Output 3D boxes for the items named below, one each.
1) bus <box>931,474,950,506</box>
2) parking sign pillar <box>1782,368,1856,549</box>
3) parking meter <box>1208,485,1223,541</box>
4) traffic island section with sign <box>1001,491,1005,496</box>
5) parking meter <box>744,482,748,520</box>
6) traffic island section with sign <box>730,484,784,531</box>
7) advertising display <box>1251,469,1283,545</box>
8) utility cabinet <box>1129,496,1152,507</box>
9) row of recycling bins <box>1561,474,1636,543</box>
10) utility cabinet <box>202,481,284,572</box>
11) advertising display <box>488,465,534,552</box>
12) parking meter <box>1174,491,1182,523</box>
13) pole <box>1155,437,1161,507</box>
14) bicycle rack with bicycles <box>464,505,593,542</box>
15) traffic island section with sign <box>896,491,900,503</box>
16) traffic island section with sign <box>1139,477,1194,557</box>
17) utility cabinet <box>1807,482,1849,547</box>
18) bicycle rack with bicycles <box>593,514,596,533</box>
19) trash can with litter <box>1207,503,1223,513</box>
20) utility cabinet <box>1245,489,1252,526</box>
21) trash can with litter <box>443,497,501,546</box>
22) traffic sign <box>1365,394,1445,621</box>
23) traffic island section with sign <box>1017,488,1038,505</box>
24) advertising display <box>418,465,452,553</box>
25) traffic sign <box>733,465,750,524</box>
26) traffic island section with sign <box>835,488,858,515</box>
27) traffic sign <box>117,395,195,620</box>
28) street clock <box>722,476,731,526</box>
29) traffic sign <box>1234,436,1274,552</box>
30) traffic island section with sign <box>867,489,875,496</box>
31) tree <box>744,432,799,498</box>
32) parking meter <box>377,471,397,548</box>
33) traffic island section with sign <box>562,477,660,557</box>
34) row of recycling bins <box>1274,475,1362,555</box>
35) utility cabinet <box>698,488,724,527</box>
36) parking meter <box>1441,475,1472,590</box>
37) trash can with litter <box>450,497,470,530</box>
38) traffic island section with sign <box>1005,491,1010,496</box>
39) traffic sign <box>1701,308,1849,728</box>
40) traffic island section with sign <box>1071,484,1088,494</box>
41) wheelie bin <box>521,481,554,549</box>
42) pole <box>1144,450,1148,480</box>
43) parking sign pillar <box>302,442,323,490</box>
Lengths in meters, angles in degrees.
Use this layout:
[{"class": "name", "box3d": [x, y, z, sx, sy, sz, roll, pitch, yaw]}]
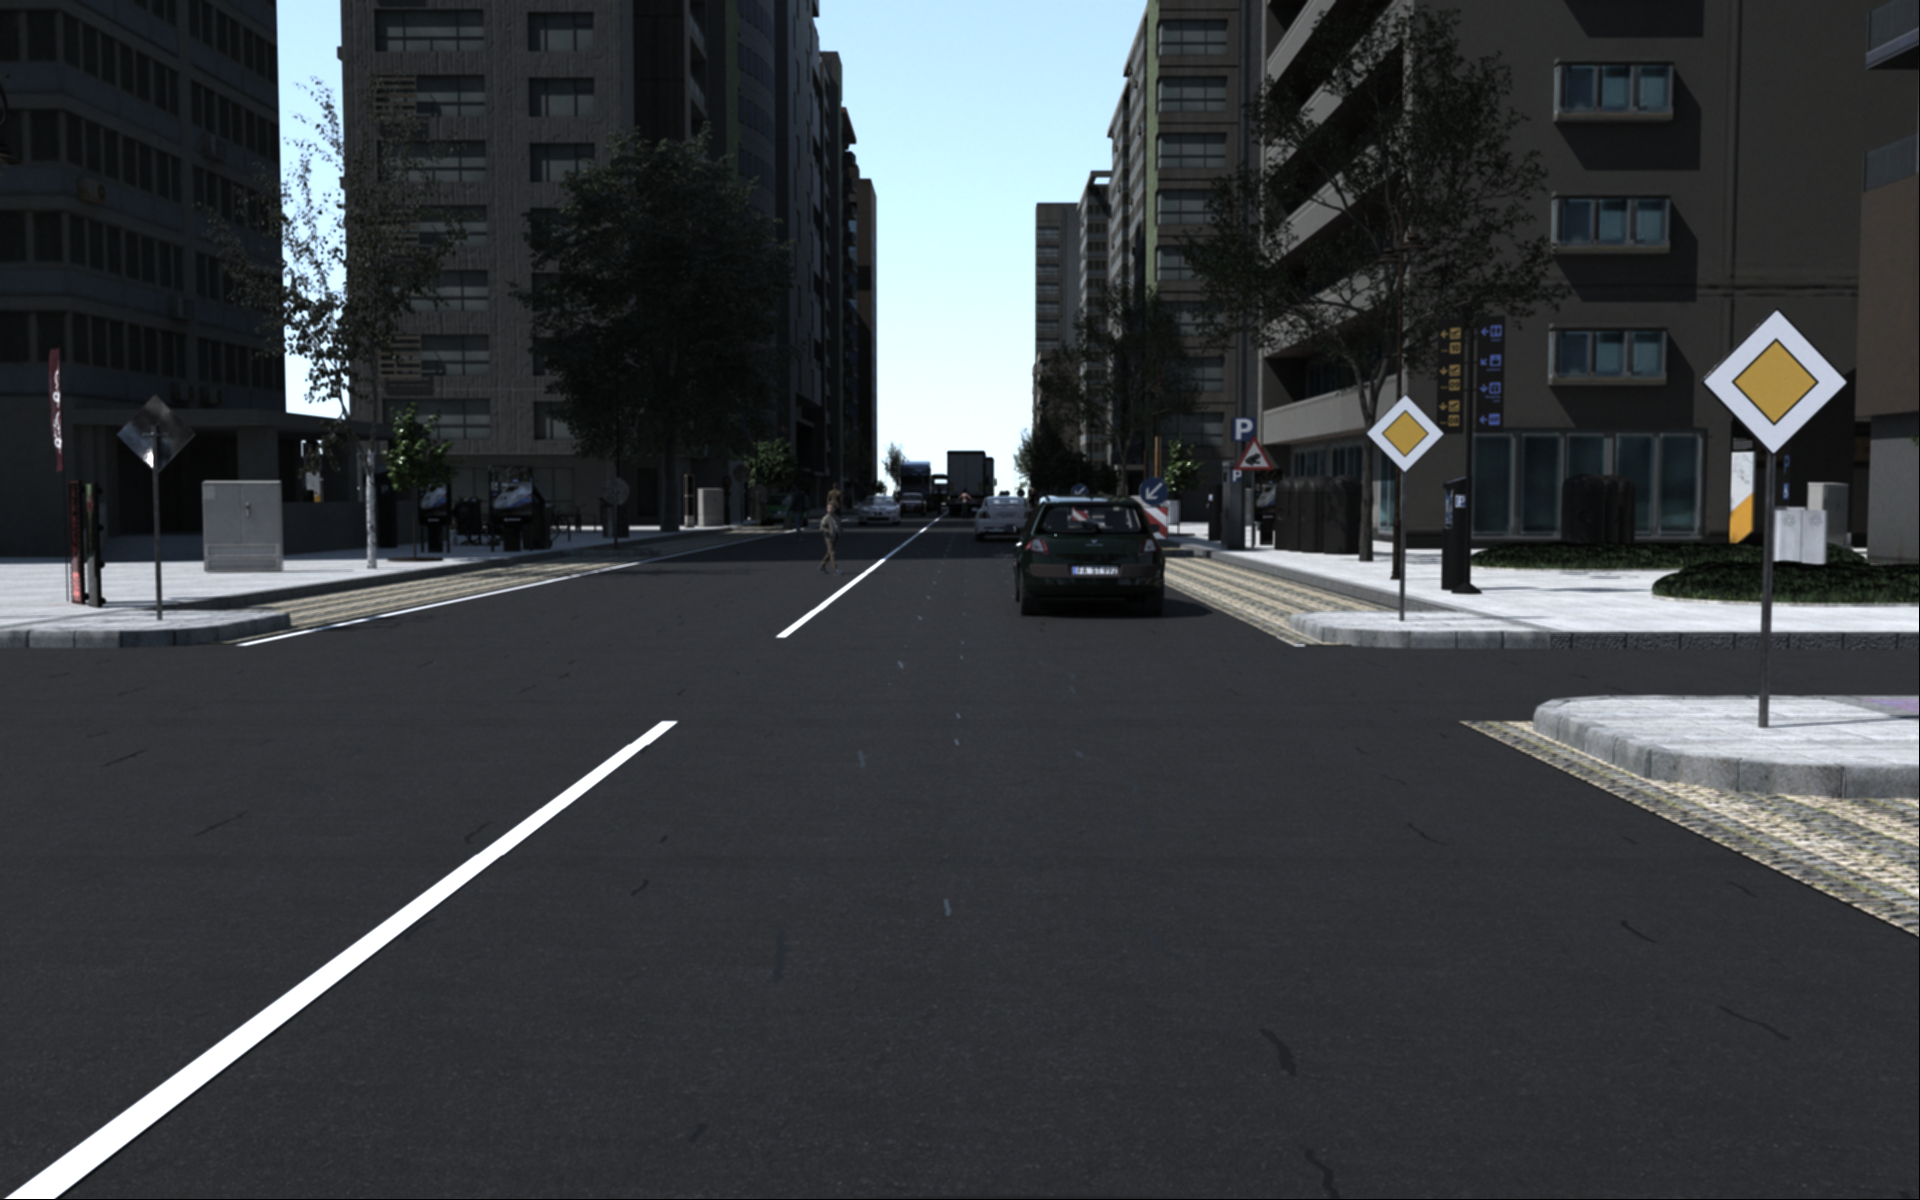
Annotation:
[{"class": "bus", "box3d": [-2.363, -13.449, 211.435, 2.896, 3.916, 12.252, 0, 4, 2]}, {"class": "parking sign pillar", "box3d": [18.434, -2.980, 37.194, 1.447, 3.967, 1.447, 0, 4, 7]}, {"class": "parking meter", "box3d": [6.999, -2.387, 47.442, 0.372, 1.533, 0.369, 0, 3, 0]}, {"class": "traffic island section with sign", "box3d": [5.488, -13.358, 227.031, 1.989, 1.847, 2.006, 0, 4, 0]}, {"class": "parking meter", "box3d": [-10.738, -4.896, 85.754, 0.399, 1.863, 0.255, -3, 5, -40]}, {"class": "traffic island section with sign", "box3d": [-7.851, -3.598, 67.461, 1.989, 1.847, 2.006, 0, 4, 0]}, {"class": "advertising display", "box3d": [7.726, -2.348, 43.600, 0.974, 1.923, 0.123, -2, 4, -34]}, {"class": "utility cabinet", "box3d": [6.713, -3.230, 63.975, 1.020, 1.237, 0.306, 3, 5, 43]}, {"class": "row of recycling bins", "box3d": [13.585, -1.809, 36.695, 1.069, 1.692, 3.534, 2, 4, 34]}, {"class": "utility cabinet", "box3d": [-11.749, -1.205, 28.385, 1.173, 1.500, 0.318, -1, 4, -14]}, {"class": "advertising display", "box3d": [-10.023, -2.048, 38.705, 0.974, 1.923, 0.123, -2, 4, -26]}, {"class": "parking meter", "box3d": [9.819, -4.419, 77.961, 0.255, 1.863, 0.399, 2, 4, 34]}, {"class": "pole", "box3d": [7.030, -4.140, 61.525, 0.158, 3.312, 0.155, 0, 3, 0]}, {"class": "bicycle rack with bicycles", "box3d": [-12.031, -2.055, 46.977, 2.925, 0.926, 2.852, -3, 5, -40]}, {"class": "traffic island section with sign", "box3d": [-7.007, -11.717, 200.204, 1.989, 1.847, 2.006, 0, 4, 0]}, {"class": "traffic island section with sign", "box3d": [4.305, -1.927, 40.135, 1.989, 1.847, 2.006, 0, 4, 0]}, {"class": "utility cabinet", "box3d": [16.455, -1.477, 32.836, 1.173, 1.500, 0.318, -3, 5, -42]}, {"class": "bicycle rack with bicycles", "box3d": [-13.306, -2.695, 57.441, 2.852, 0.926, 2.925, -2, 4, -27]}, {"class": "trash can with litter", "box3d": [9.571, -3.173, 63.271, 1.055, 1.170, 0.624, 0, 4, -1]}, {"class": "utility cabinet", "box3d": [11.284, -3.689, 68.986, 0.318, 1.500, 1.173, 3, 4, 37]}, {"class": "trash can with litter", "box3d": [-11.959, -1.955, 43.027, 1.678, 1.210, 2.233, -3, 5, -45]}, {"class": "traffic sign", "box3d": [4.462, -0.844, 17.440, 0.795, 2.450, 0.064, 0, 4, 0]}, {"class": "traffic island section with sign", "box3d": [4.786, -6.630, 117.025, 1.989, 1.847, 2.006, 0, 4, 0]}, {"class": "advertising display", "box3d": [-11.546, -2.010, 38.074, 0.974, 1.923, 0.123, 2, 4, 33]}, {"class": "traffic sign", "box3d": [-9.475, -4.590, 75.160, 0.768, 2.556, 0.104, 0, 4, 1]}, {"class": "traffic island section with sign", "box3d": [-7.530, -6.640, 117.199, 1.989, 1.847, 2.006, 0, 4, 0]}, {"class": "traffic sign", "box3d": [-8.131, -0.850, 17.540, 0.795, 2.450, 0.064, 0, 4, 0]}, {"class": "street clock", "box3d": [-9.459, -4.022, 70.334, 0.358, 2.002, 0.471, 1, 4, 11]}, {"class": "traffic sign", "box3d": [6.530, -2.358, 38.560, 0.884, 2.594, 0.081, 0, 4, 1]}, {"class": "traffic island section with sign", "box3d": [-7.356, -8.317, 144.615, 1.989, 1.847, 2.006, 0, 4, 0]}, {"class": "tree", "box3d": [-9.847, -6.471, 89.513, 4.285, 4.588, 4.351, 0, 3, 0]}, {"class": "parking meter", "box3d": [-13.637, -2.172, 41.218, 0.399, 1.863, 0.255, 0, 4, 7]}, {"class": "traffic island section with sign", "box3d": [-8.017, -1.924, 40.088, 1.989, 1.847, 2.006, 0, 4, 0]}, {"class": "row of recycling bins", "box3d": [7.903, -1.909, 38.332, 1.069, 1.692, 3.534, -1, 4, -12]}, {"class": "utility cabinet", "box3d": [-9.732, -3.610, 67.695, 0.318, 1.500, 1.173, 2, 4, 34]}, {"class": "parking meter", "box3d": [6.647, -0.903, 23.174, 0.372, 1.533, 0.369, 0, 3, 0]}, {"class": "trash can with litter", "box3d": [-18.046, -3.097, 62.025, 1.055, 1.170, 0.624, 1, 4, 19]}, {"class": "traffic island section with sign", "box3d": [4.953, -8.312, 144.528, 1.989, 1.847, 2.006, 0, 4, 0]}, {"class": "traffic sign", "box3d": [4.412, -0.355, 9.455, 0.795, 2.450, 0.064, 0, 4, 0]}, {"class": "traffic island section with sign", "box3d": [4.479, -3.576, 67.090, 1.989, 1.847, 2.006, 0, 4, 0]}, {"class": "wheelie bin", "box3d": [-9.893, -1.982, 40.309, 0.693, 1.594, 0.980, 0, 4, 4]}, {"class": "pole", "box3d": [8.622, -5.293, 80.380, 0.158, 3.312, 0.155, 0, 3, 0]}, {"class": "parking sign pillar", "box3d": [-33.211, -6.159, 89.179, 1.447, 3.967, 1.447, 0, 4, 2]}]
